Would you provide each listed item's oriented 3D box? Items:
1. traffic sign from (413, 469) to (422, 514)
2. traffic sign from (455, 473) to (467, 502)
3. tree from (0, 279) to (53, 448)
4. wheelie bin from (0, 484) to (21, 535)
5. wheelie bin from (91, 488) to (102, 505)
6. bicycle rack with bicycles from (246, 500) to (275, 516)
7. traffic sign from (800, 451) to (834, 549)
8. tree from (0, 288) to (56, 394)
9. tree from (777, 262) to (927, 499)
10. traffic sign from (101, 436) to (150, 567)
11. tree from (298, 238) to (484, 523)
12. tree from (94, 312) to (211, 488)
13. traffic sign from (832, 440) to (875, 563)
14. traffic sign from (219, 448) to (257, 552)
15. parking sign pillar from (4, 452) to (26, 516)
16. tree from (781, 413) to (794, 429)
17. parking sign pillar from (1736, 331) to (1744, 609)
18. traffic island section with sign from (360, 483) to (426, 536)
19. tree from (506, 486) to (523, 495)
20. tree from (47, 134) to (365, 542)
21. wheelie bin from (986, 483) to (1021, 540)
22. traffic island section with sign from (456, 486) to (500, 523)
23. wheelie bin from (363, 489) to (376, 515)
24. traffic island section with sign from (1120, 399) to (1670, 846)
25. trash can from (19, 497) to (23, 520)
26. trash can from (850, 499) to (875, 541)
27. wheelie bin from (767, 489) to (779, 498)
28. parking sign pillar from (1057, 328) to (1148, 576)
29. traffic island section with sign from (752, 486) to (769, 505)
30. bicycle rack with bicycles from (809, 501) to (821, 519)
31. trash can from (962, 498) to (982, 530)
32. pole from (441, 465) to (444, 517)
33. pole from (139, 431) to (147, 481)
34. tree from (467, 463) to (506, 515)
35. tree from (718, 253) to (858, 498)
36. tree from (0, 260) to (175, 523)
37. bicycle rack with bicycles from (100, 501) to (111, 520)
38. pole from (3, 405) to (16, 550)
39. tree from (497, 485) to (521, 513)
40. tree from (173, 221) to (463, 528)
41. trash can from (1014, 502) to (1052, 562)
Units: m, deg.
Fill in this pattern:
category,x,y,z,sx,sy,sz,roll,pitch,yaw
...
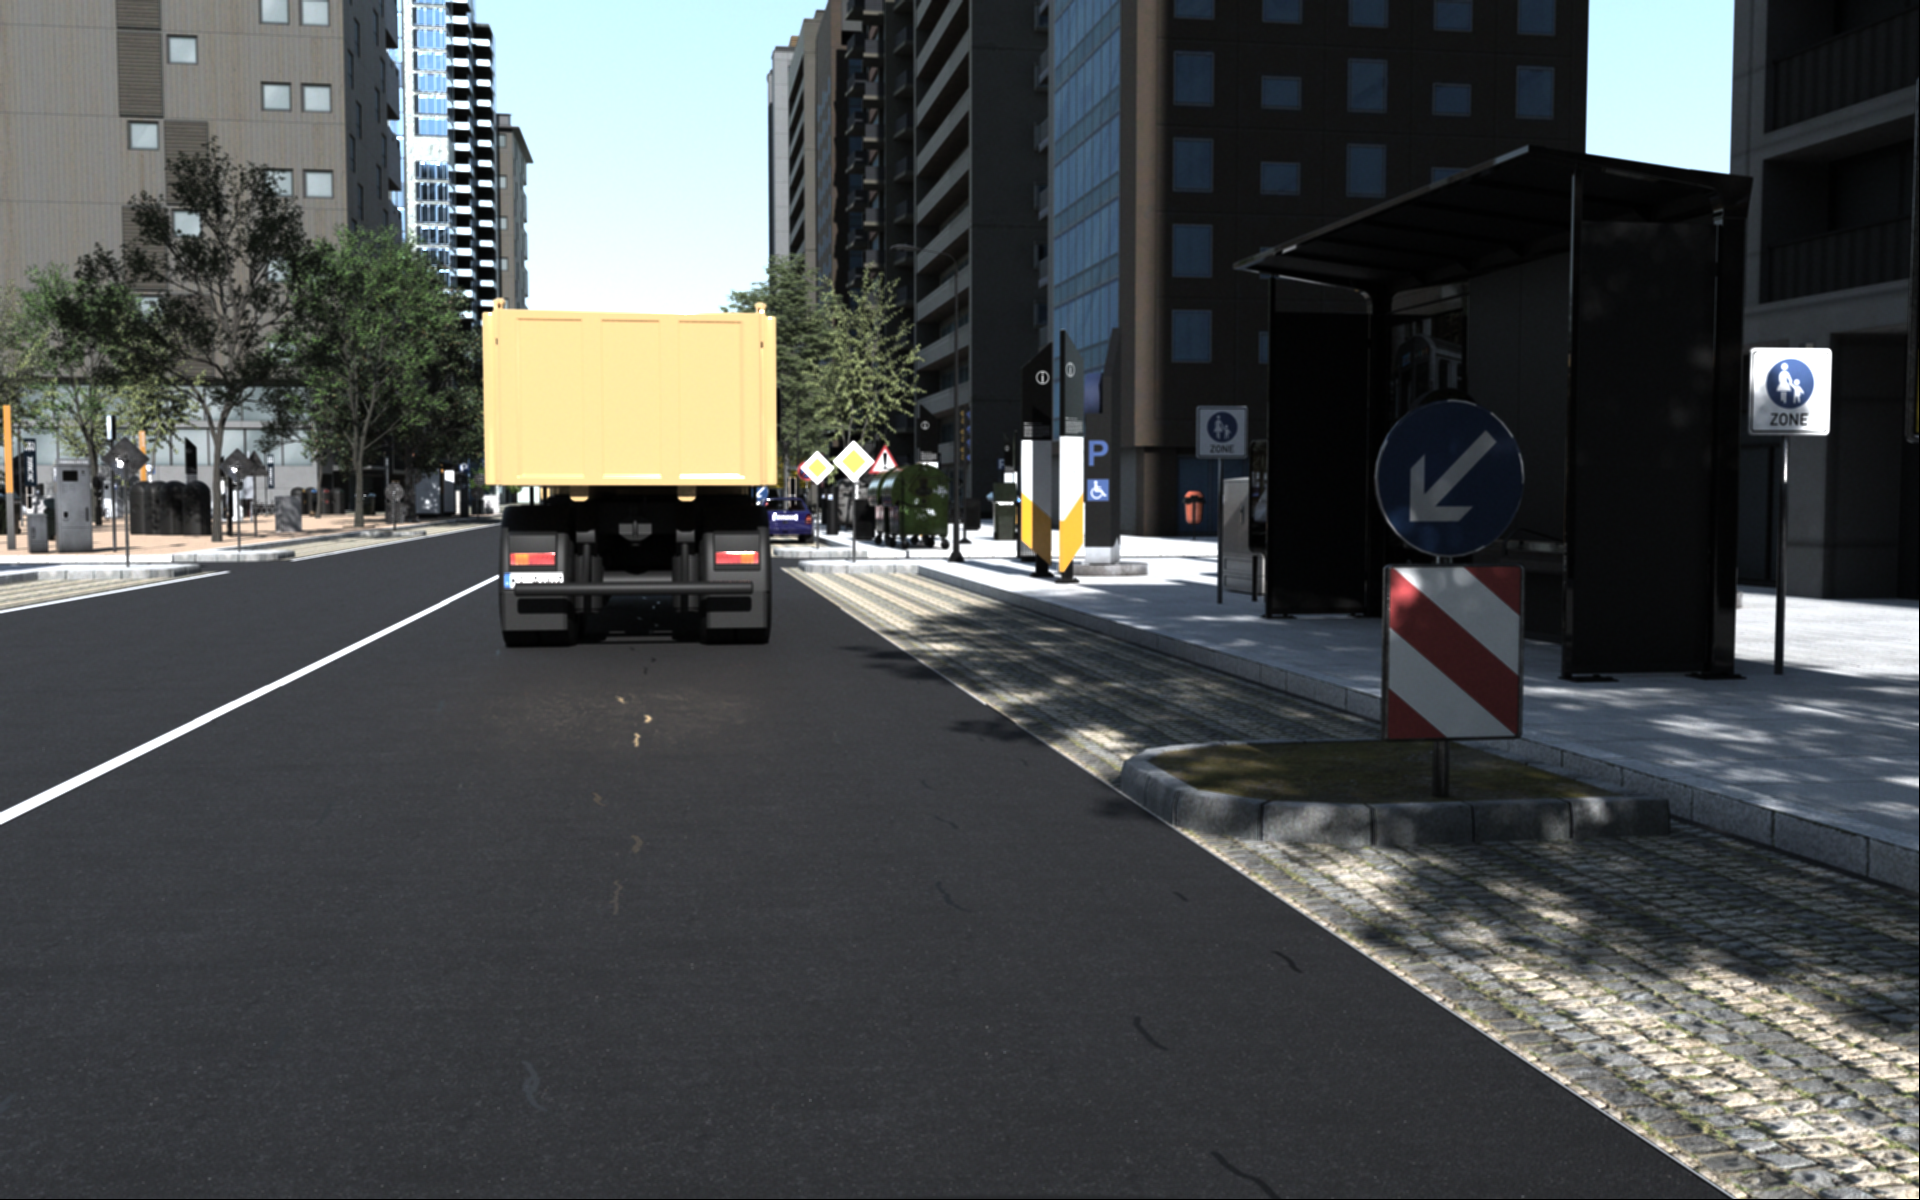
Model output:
category,x,y,z,sx,sy,sz,roll,pitch,yaw
traffic sign,-27.322,-5.300,86.766,0.768,2.556,0.104,-1,4,-9
traffic sign,-30.159,-6.395,104.666,0.768,2.556,0.104,0,4,-1
tree,-32.415,-6.562,57.644,4.737,8.622,4.395,0,3,0
wheelie bin,-30.059,-2.852,54.546,0.693,1.594,0.980,0,4,-5
wheelie bin,-47.634,-5.331,95.072,0.693,1.594,0.980,2,4,26
bicycle rack with bicycles,-41.627,-5.480,102.986,2.852,0.926,2.925,3,5,41
traffic sign,-3.309,-2.236,40.201,0.795,2.450,0.064,-1,4,-10
tree,-29.413,-6.172,51.277,4.360,8.622,3.978,0,3,0
tree,-3.251,-6.444,55.714,4.737,8.622,4.395,0,3,0
traffic sign,-14.554,-1.627,30.237,0.795,2.450,0.064,-1,4,-10
tree,-24.831,-9.852,78.086,9.611,12.733,9.660,0,3,0
tree,-30.972,-7.087,66.240,4.737,8.622,4.395,0,3,0
traffic sign,-1.983,-1.754,32.326,0.795,2.450,0.064,-1,4,-10
traffic sign,-15.881,-2.108,38.111,0.795,2.450,0.064,-1,4,-10
parking sign pillar,-56.350,-7.040,103.574,1.447,3.967,1.447,-1,4,-21
tree,-16.671,-13.563,132.122,12.009,13.543,11.850,0,3,0
parking sign pillar,8.196,-1.914,19.772,1.447,3.967,1.447,-2,4,-35
traffic island section with sign,-19.582,-3.139,59.944,1.989,1.847,2.006,-1,4,-10
tree,-34.364,-8.524,133.974,1.663,3.219,1.824,0,3,0
tree,-19.923,-6.816,45.856,8.767,10.594,7.601,-1,4,-10
wheelie bin,1.210,-2.461,48.142,0.980,1.594,0.693,0,4,-6
traffic island section with sign,-24.063,-4.764,86.526,1.989,1.847,2.006,-1,4,-10
wheelie bin,-35.736,-5.916,104.634,0.980,1.594,0.693,1,4,9
traffic island section with sign,1.820,0.039,7.990,1.989,1.847,2.006,-1,4,-10
trash can,-47.030,-4.563,86.257,0.748,1.137,0.748,0,3,0
trash can,-2.659,-2.224,48.011,0.748,1.137,0.748,0,3,0
wheelie bin,-10.129,-5.163,92.324,0.980,1.594,0.693,-3,4,-37
parking sign pillar,2.278,-2.390,27.557,1.447,3.967,1.447,1,4,12
traffic island section with sign,-7.407,-3.308,62.713,1.989,1.847,2.006,-1,4,-10
bicycle rack with bicycles,-7.028,-5.354,100.919,2.925,0.926,2.852,-1,4,-11
trash can,0.429,-3.050,61.517,0.748,1.137,0.748,0,3,0
pole,-29.109,-6.330,97.340,0.158,3.312,0.155,0,3,0
pole,-26.346,-3.794,55.867,0.158,3.312,0.155,0,3,0
tree,-29.657,-6.907,107.535,1.663,3.219,1.824,0,3,0
tree,-8.381,-10.007,81.746,7.486,12.596,7.792,0,3,0
tree,-39.260,-9.321,78.153,9.928,11.665,9.643,0,3,0
bicycle rack with bicycles,-43.611,-4.413,85.530,2.852,0.926,2.925,-3,5,-44
pole,-21.819,-2.808,39.754,0.158,3.312,0.155,0,3,0
tree,-31.273,-10.236,117.728,4.737,8.622,4.395,0,3,0
tree,-22.939,-8.575,65.962,9.928,11.665,9.643,0,3,0
trash can,1.384,-1.299,32.894,0.748,1.137,0.748,0,3,0
